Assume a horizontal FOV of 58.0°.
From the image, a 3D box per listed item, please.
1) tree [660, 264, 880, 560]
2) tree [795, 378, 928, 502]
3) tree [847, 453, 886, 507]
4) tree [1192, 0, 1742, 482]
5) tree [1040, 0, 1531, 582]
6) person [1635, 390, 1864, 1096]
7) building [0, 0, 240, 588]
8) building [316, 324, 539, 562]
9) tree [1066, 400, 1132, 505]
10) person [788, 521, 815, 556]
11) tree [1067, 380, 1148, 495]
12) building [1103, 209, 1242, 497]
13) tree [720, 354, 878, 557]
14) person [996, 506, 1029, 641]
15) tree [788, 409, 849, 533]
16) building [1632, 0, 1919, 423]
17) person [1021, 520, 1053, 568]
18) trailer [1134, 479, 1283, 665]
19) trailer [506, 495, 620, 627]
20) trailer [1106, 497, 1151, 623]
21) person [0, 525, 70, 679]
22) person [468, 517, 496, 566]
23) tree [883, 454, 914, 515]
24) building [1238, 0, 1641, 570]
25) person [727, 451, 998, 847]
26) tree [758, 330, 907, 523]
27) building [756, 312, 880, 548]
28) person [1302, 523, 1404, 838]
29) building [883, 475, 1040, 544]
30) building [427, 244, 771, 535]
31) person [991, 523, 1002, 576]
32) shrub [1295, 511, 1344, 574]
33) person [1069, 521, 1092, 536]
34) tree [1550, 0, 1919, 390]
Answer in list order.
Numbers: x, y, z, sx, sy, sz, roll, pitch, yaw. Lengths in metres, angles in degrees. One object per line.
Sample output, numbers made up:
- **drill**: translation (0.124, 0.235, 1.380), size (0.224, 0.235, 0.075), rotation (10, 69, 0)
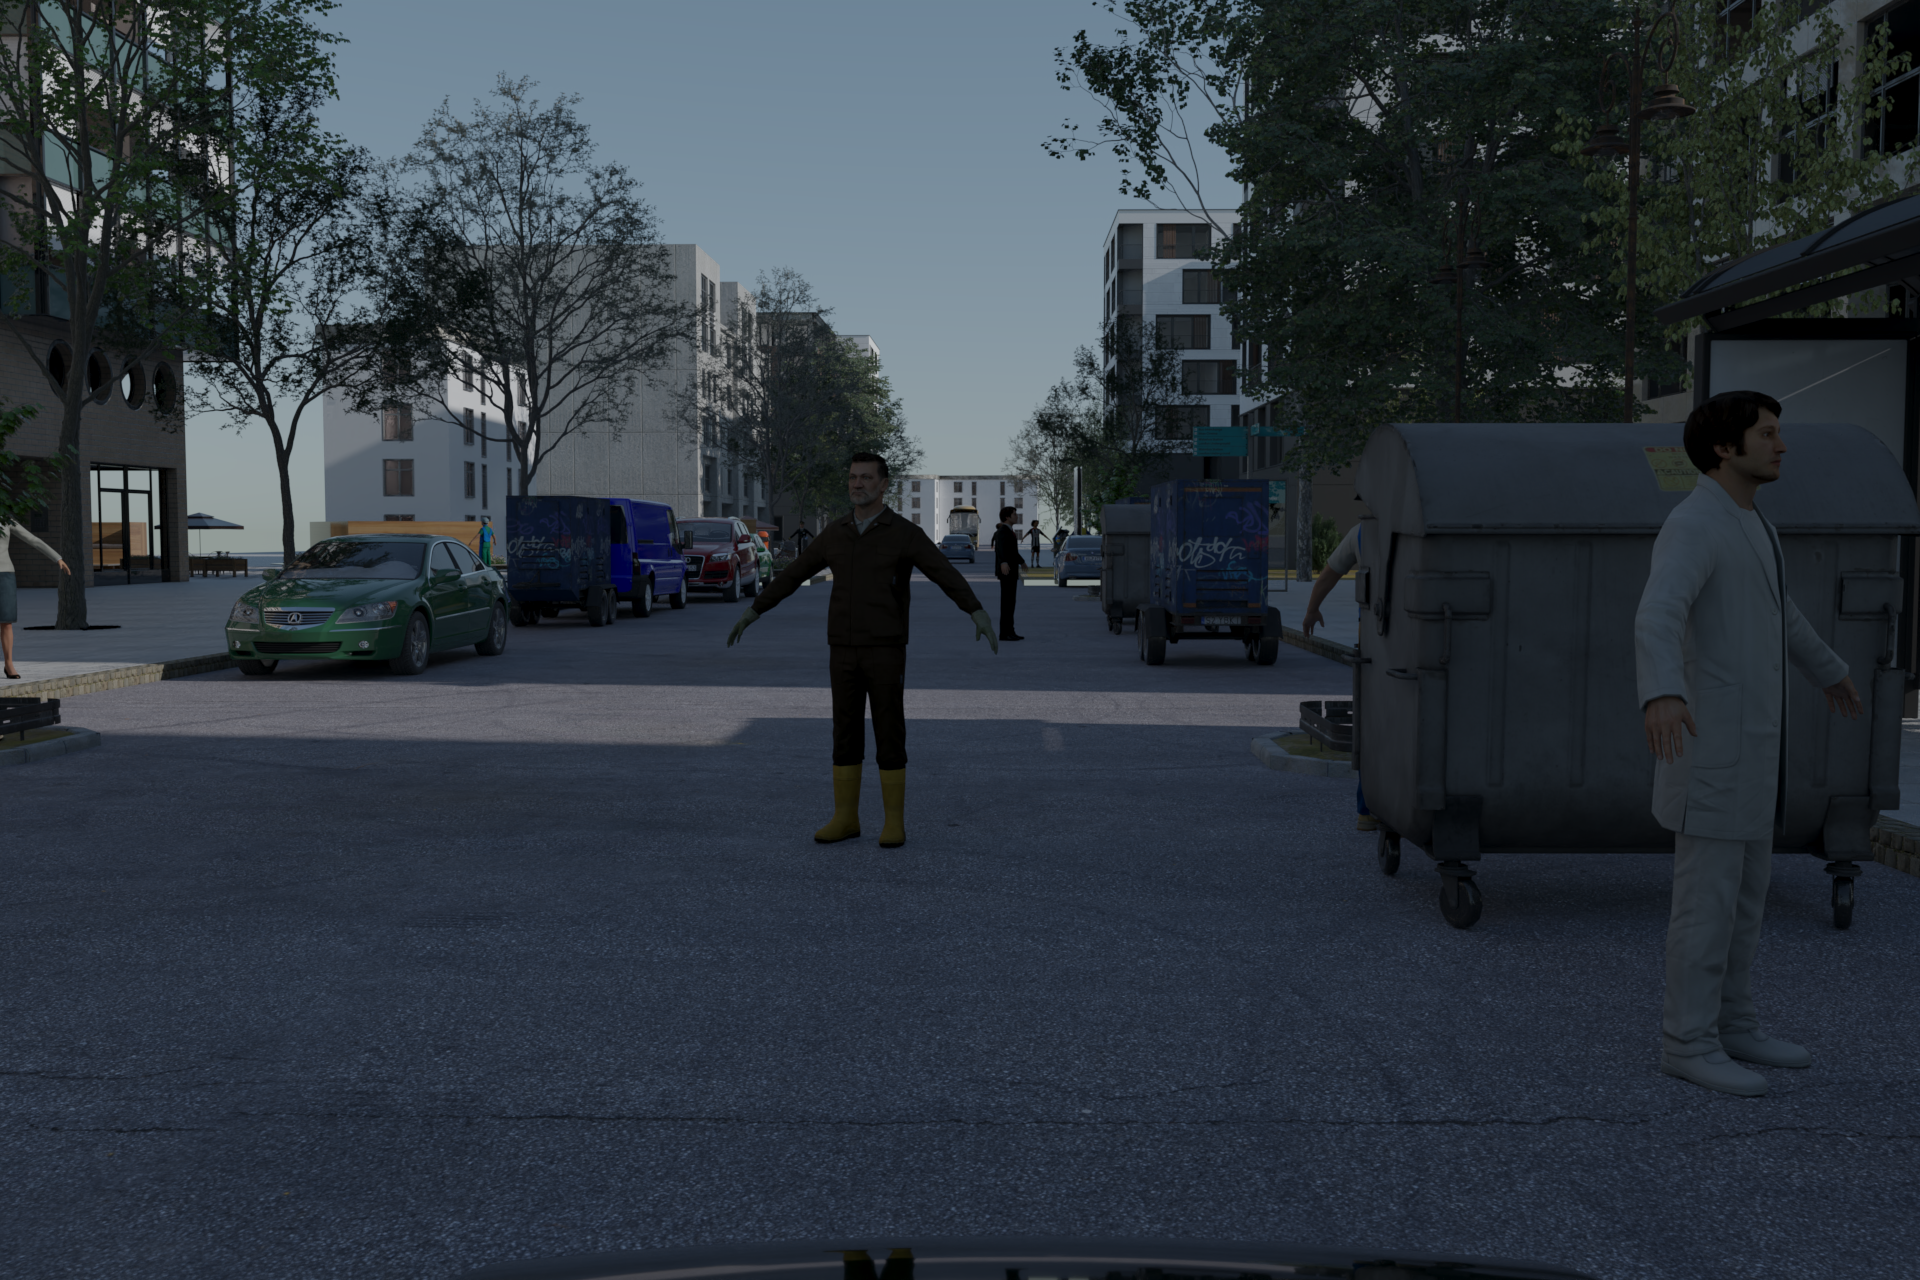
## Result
- **tree**: translation (-8.453, -10.273, 78.330), size (12.009, 13.543, 11.850), rotation (0, 3, 0)
- **tree**: translation (-7.394, -13.454, 130.345), size (12.009, 13.543, 11.850), rotation (0, 3, 0)
- **tree**: translation (-7.666, -11.630, 140.518), size (4.737, 8.622, 4.395), rotation (0, 3, 0)
- **tree**: translation (8.695, -7.575, 30.509), size (9.857, 13.997, 8.962), rotation (0, 3, 0)
- **tree**: translation (8.392, -11.560, 44.901), size (12.611, 20.169, 13.585), rotation (0, 3, 0)
- **person**: translation (2.056, 0.248, 4.581), size (0.705, 1.806, 1.347), rotation (3, 5, 44)
- **building**: translation (-30.526, -13.470, 26.812), size (21.656, 26.213, 47.522), rotation (0, 4, 0)
- **building**: translation (-24.815, -8.644, 83.484), size (9.099, 9.664, 28.070), rotation (0, 4, 1)
- **tree**: translation (7.732, -8.723, 92.978), size (4.737, 8.622, 4.395), rotation (0, 3, 0)
- **person**: translation (-6.794, -4.194, 74.499), size (1.347, 1.837, 0.705), rotation (0, 4, 6)
- **tree**: translation (7.359, -8.037, 81.759), size (4.360, 8.622, 3.978), rotation (0, 3, 0)
- **building**: translation (24.122, -17.209, 125.339), size (27.936, 21.610, 32.646), rotation (0, 4, 1)
- **tree**: translation (-8.493, -9.558, 90.683), size (8.767, 10.594, 7.601), rotation (0, 4, -1)
- **person**: translation (0.681, -0.899, 23.335), size (0.705, 1.806, 1.347), rotation (1, 4, 14)
- **tree**: translation (-7.803, -8.990, 97.343), size (4.737, 8.622, 4.395), rotation (0, 3, 0)
- **building**: translation (27.408, -13.817, 29.106), size (19.350, 26.588, 34.151), rotation (0, 4, 1)
- **person**: translation (2.872, -3.640, 65.660), size (1.345, 1.843, 0.704), rotation (-2, 4, -24)
- **trailer**: translation (2.744, -0.789, 19.944), size (1.471, 1.999, 3.904), rotation (0, 4, 0)
- **trailer**: translation (-6.216, -1.181, 26.358), size (1.471, 1.999, 3.904), rotation (0, 4, 1)
- **trailer**: translation (3.102, -1.319, 28.615), size (1.471, 1.999, 3.904), rotation (0, 4, 0)
- **person**: translation (-8.485, -0.513, 15.212), size (1.217, 1.735, 0.721), rotation (-3, 5, -42)
- **person**: translation (-15.350, -3.044, 55.902), size (0.704, 1.817, 1.347), rotation (1, 4, 22)
- **tree**: translation (-6.835, -12.448, 153.886), size (4.360, 8.622, 3.978), rotation (0, 3, 0)
- **building**: translation (26.007, -14.217, 76.427), size (27.936, 21.610, 32.646), rotation (0, 4, 1)
- **person**: translation (-0.436, 0.035, 8.027), size (1.346, 1.812, 0.704), rotation (1, 4, 20)
- **tree**: translation (-8.091, -12.426, 109.822), size (9.857, 13.997, 8.962), rotation (0, 3, 0)
- **building**: translation (-23.272, -20.309, 176.034), size (27.936, 21.610, 32.646), rotation (0, 4, 2)
- **person**: translation (2.107, 0.001, 8.300), size (0.705, 1.847, 1.347), rotation (-3, 4, -36)
- **building**: translation (-2.863, -18.323, 244.185), size (28.070, 9.664, 9.099), rotation (0, 4, 7)
- **building**: translation (-23.900, -15.620, 121.850), size (16.747, 18.905, 31.486), rotation (0, 4, 2)
- **person**: translation (1.352, -3.046, 58.449), size (0.705, 1.806, 1.347), rotation (-2, 4, -29)
- **shrub**: translation (11.505, -3.119, 55.408), size (1.690, 2.028, 1.600), rotation (0, 3, 0)
- **person**: translation (4.892, -3.928, 70.196), size (1.349, 1.833, 0.705), rotation (0, 4, -8)
- **tree**: translation (8.702, -4.214, 19.263), size (4.737, 8.622, 4.395), rotation (0, 3, 0)
